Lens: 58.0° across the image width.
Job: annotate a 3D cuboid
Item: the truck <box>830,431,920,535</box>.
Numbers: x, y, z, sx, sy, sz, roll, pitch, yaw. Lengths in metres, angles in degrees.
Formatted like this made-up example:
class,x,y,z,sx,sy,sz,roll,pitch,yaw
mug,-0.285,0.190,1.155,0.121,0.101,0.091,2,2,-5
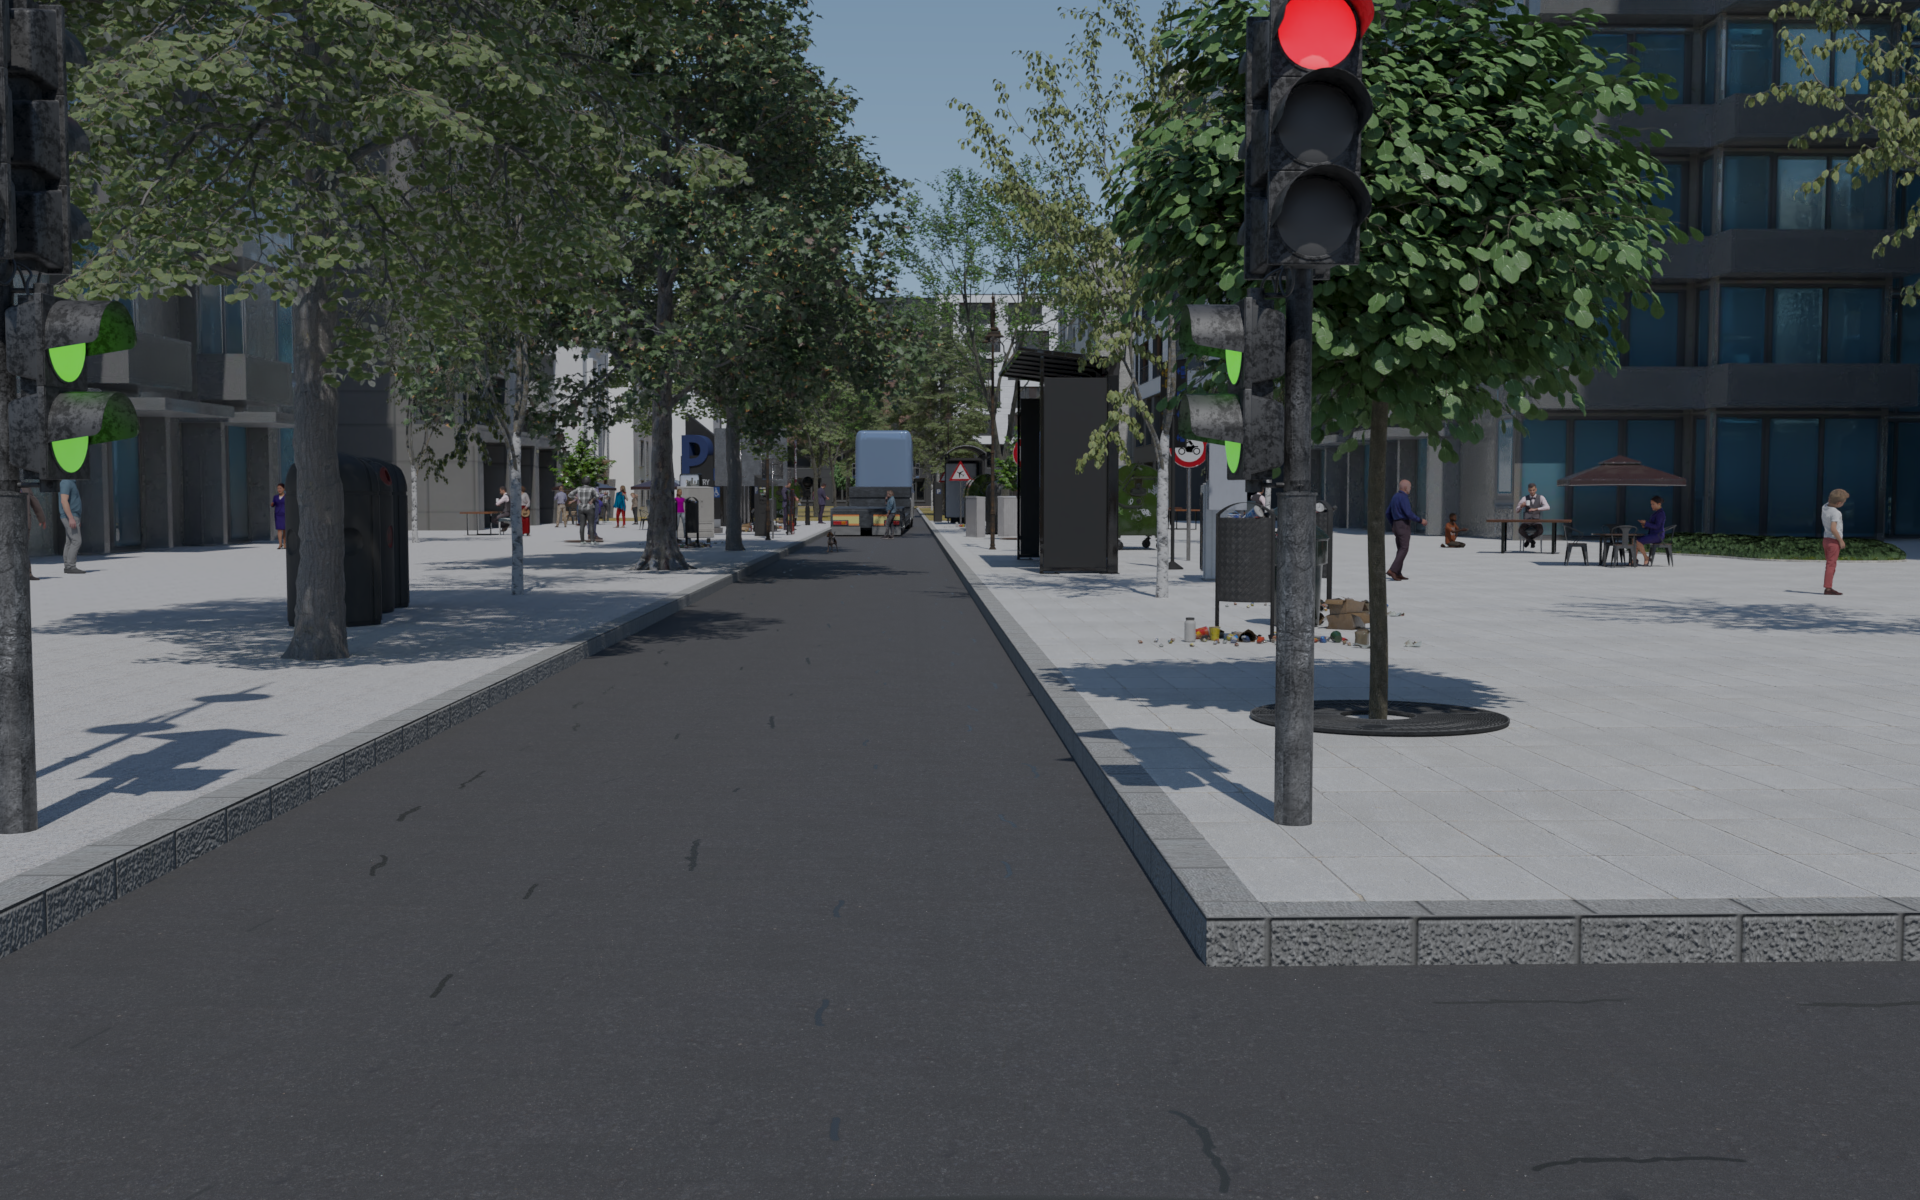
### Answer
class,x,y,z,sx,sy,sz,roll,pitch,yaw
truck,-3.208,-4.766,67.676,2.967,4.110,18.799,0,4,0

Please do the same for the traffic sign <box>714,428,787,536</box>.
class,x,y,z,sx,sy,sz,roll,pitch,yaw
traffic sign,-6.452,-3.642,53.428,2.265,3.308,0.079,0,4,4

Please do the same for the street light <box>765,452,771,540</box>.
class,x,y,z,sx,sy,sz,roll,pitch,yaw
street light,-5.349,-4.606,48.095,0.468,5.910,1.993,0,4,-2

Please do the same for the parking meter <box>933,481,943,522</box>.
class,x,y,z,sx,sy,sz,roll,pitch,yaw
parking meter,-1.006,-4.519,79.602,0.399,1.863,0.255,-1,4,-19

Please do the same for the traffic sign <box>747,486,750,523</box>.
class,x,y,z,sx,sy,sz,roll,pitch,yaw
traffic sign,-8.171,-4.085,66.896,0.768,2.556,0.104,0,4,6

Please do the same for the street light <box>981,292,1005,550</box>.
class,x,y,z,sx,sy,sz,roll,pitch,yaw
street light,0.751,-4.098,39.785,0.468,5.910,1.993,0,4,-2

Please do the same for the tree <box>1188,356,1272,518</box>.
class,x,y,z,sx,sy,sz,roll,pitch,yaw
tree,7.605,-5.661,42.923,4.360,8.622,3.978,0,3,0

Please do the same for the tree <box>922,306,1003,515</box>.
class,x,y,z,sx,sy,sz,roll,pitch,yaw
tree,-1.226,-11.395,104.435,7.486,12.596,7.792,0,3,0

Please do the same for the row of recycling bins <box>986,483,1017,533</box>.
class,x,y,z,sx,sy,sz,roll,pitch,yaw
row of recycling bins,1.454,-3.086,57.575,1.069,1.692,3.534,1,4,10

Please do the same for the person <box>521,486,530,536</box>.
class,x,y,z,sx,sy,sz,roll,pitch,yaw
person,-13.287,-2.702,52.689,0.523,1.526,0.387,1,4,22

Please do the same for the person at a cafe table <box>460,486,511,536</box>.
class,x,y,z,sx,sy,sz,roll,pitch,yaw
person at a cafe table,-14.565,-2.788,54.103,1.622,1.524,1.698,0,4,1

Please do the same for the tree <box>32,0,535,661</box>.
class,x,y,z,sx,sy,sz,roll,pitch,yaw
tree,-5.058,-5.841,13.621,7.486,12.596,7.792,0,3,0

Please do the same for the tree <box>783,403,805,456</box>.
class,x,y,z,sx,sy,sz,roll,pitch,yaw
tree,-7.867,-10.358,95.110,9.928,11.665,9.643,0,3,0

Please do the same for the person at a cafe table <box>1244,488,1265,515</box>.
class,x,y,z,sx,sy,sz,roll,pitch,yaw
person at a cafe table,9.208,-2.653,51.894,1.622,1.524,1.698,-3,5,-41

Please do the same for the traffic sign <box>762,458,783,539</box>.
class,x,y,z,sx,sy,sz,roll,pitch,yaw
traffic sign,-5.369,-2.907,49.662,0.606,2.300,0.079,0,4,0

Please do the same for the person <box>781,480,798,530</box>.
class,x,y,z,sx,sy,sz,roll,pitch,yaw
person,-5.993,-3.354,61.323,0.568,1.767,0.683,1,4,16

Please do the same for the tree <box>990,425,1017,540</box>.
class,x,y,z,sx,sy,sz,roll,pitch,yaw
tree,1.562,-3.311,48.736,1.663,3.219,1.824,0,3,0

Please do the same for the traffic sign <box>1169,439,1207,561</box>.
class,x,y,z,sx,sy,sz,roll,pitch,yaw
traffic sign,4.390,-2.026,33.223,0.768,2.556,0.104,0,4,8

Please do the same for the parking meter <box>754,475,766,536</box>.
class,x,y,z,sx,sy,sz,roll,pitch,yaw
parking meter,-6.067,-2.871,52.654,0.255,1.863,0.399,-2,4,-30

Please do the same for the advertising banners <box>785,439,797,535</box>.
class,x,y,z,sx,sy,sz,roll,pitch,yaw
advertising banners,-5.317,-3.585,54.798,0.090,3.025,2.074,0,4,4

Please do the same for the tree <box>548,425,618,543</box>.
class,x,y,z,sx,sy,sz,roll,pitch,yaw
tree,-10.062,-3.148,46.067,1.663,3.219,1.824,0,3,0

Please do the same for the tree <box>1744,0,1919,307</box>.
class,x,y,z,sx,sy,sz,roll,pitch,yaw
tree,9.004,-3.917,14.400,4.737,8.622,4.395,0,3,0

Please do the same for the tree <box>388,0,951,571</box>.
class,x,y,z,sx,sy,sz,roll,pitch,yaw
tree,-4.942,-6.853,29.062,9.611,12.733,9.660,0,3,0

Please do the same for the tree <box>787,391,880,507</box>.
class,x,y,z,sx,sy,sz,roll,pitch,yaw
tree,-8.441,-10.970,113.780,7.601,10.594,8.767,2,4,29

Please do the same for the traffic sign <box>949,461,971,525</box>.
class,x,y,z,sx,sy,sz,roll,pitch,yaw
traffic sign,0.022,-4.169,68.165,0.884,2.594,0.081,0,4,2

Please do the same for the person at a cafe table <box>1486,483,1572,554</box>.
class,x,y,z,sx,sy,sz,roll,pitch,yaw
person at a cafe table,12.406,-1.784,37.676,1.698,1.524,1.622,1,4,22

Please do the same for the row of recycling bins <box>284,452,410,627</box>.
class,x,y,z,sx,sy,sz,roll,pitch,yaw
row of recycling bins,-6.447,-0.680,18.232,1.069,1.692,3.534,-1,4,-12

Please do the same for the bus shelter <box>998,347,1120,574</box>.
class,x,y,z,sx,sy,sz,roll,pitch,yaw
bus shelter,1.698,-2.416,30.782,1.731,3.624,6.357,0,4,-2

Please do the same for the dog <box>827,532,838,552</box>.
class,x,y,z,sx,sy,sz,roll,pitch,yaw
dog,-3.172,-1.453,43.053,0.406,0.507,0.540,-2,4,-28

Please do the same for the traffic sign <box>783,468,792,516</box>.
class,x,y,z,sx,sy,sz,roll,pitch,yaw
traffic sign,-6.808,-3.965,66.951,0.606,2.300,0.079,0,4,0

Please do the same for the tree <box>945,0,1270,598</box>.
class,x,y,z,sx,sy,sz,roll,pitch,yaw
tree,2.278,-4.337,21.273,4.737,8.622,4.395,0,3,0

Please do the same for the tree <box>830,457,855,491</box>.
class,x,y,z,sx,sy,sz,roll,pitch,yaw
tree,-9.399,-9.967,146.678,4.285,4.588,4.351,0,3,0

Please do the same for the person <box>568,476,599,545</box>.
class,x,y,z,sx,sy,sz,roll,pitch,yaw
person,-9.466,-2.269,43.861,0.841,1.734,0.376,1,4,18

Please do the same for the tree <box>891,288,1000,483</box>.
class,x,y,z,sx,sy,sz,roll,pitch,yaw
tree,-3.075,-18.558,159.320,12.611,20.169,13.585,0,3,0

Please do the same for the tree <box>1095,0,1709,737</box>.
class,x,y,z,sx,sy,sz,roll,pitch,yaw
tree,2.387,-1.595,9.787,4.285,4.588,4.351,0,3,0

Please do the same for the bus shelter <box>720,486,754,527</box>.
class,x,y,z,sx,sy,sz,roll,pitch,yaw
bus shelter,-8.865,-4.903,71.447,1.731,3.624,6.357,0,4,-2

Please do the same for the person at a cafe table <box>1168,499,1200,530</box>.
class,x,y,z,sx,sy,sz,roll,pitch,yaw
person at a cafe table,7.682,-3.167,62.640,1.726,1.238,1.698,-1,4,-10

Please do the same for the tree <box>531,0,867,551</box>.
class,x,y,z,sx,sy,sz,roll,pitch,yaw
tree,-5.499,-7.381,38.808,7.486,12.596,7.792,0,3,0

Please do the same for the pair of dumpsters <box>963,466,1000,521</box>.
class,x,y,z,sx,sy,sz,roll,pitch,yaw
pair of dumpsters,0.960,-3.628,61.817,1.574,2.255,4.437,0,4,-2

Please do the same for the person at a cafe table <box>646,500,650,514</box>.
class,x,y,z,sx,sy,sz,roll,pitch,yaw
person at a cafe table,-11.022,-3.486,65.504,1.622,1.524,1.698,-2,4,-23

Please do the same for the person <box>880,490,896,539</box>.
class,x,y,z,sx,sy,sz,roll,pitch,yaw
person,-2.234,-2.708,54.990,0.429,1.552,0.499,2,4,29

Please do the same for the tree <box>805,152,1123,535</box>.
class,x,y,z,sx,sy,sz,roll,pitch,yaw
tree,1.309,-7.853,54.147,9.928,11.665,9.643,0,3,0

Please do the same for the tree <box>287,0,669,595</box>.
class,x,y,z,sx,sy,sz,roll,pitch,yaw
tree,-5.865,-4.366,21.742,4.360,8.622,3.978,0,3,0

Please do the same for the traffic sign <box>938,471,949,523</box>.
class,x,y,z,sx,sy,sz,roll,pitch,yaw
traffic sign,-0.519,-4.711,77.032,0.884,2.594,0.081,0,4,3

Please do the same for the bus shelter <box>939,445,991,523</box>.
class,x,y,z,sx,sy,sz,roll,pitch,yaw
bus shelter,0.181,-4.890,73.878,2.014,3.302,5.546,0,4,-2

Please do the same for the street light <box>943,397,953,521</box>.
class,x,y,z,sx,sy,sz,roll,pitch,yaw
street light,-0.556,-6.644,81.411,0.468,5.910,1.993,0,4,-2

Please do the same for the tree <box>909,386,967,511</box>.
class,x,y,z,sx,sy,sz,roll,pitch,yaw
tree,-1.072,-9.844,111.317,4.360,8.622,3.978,0,3,0

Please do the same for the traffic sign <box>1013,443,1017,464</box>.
class,x,y,z,sx,sy,sz,roll,pitch,yaw
traffic sign,1.539,-2.320,38.041,0.768,2.556,0.104,0,4,0
